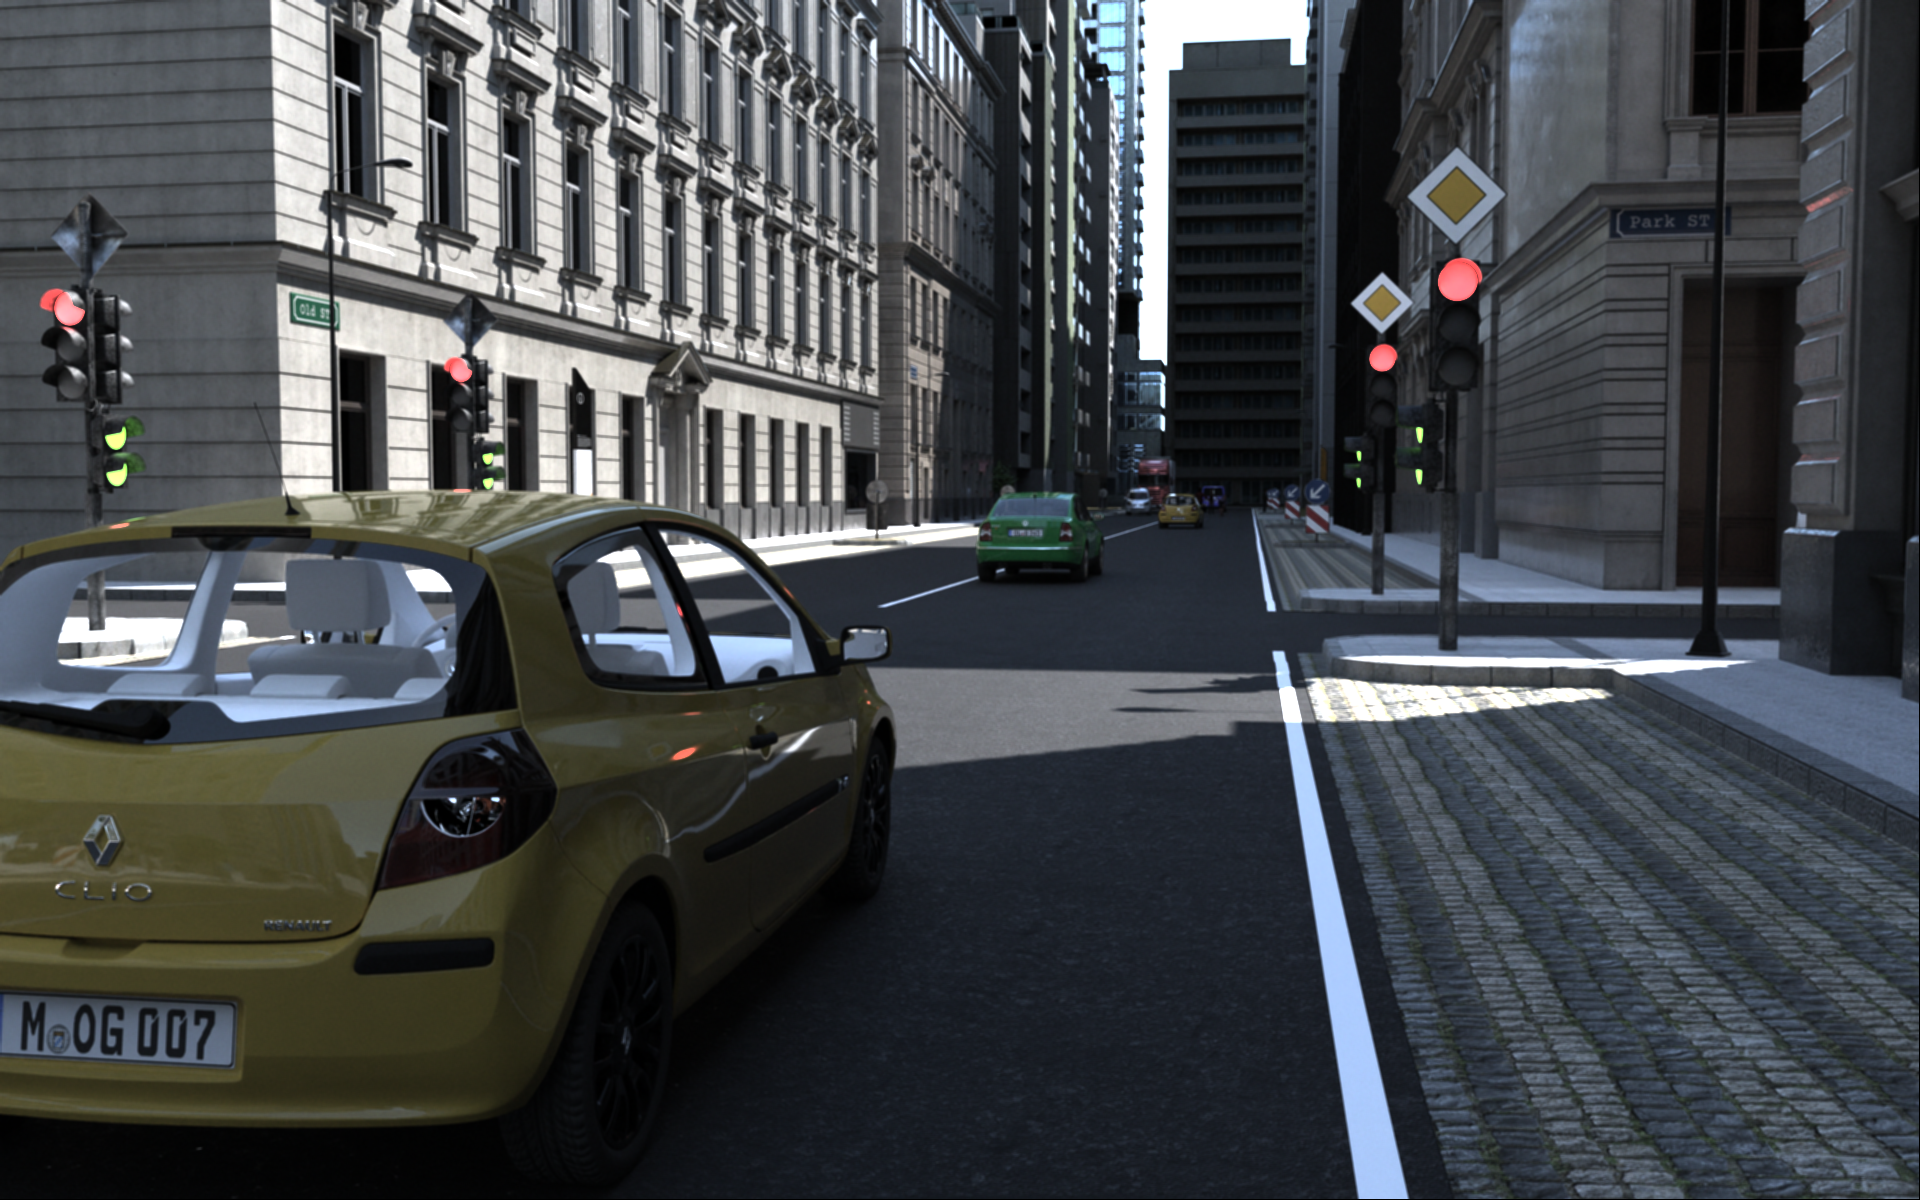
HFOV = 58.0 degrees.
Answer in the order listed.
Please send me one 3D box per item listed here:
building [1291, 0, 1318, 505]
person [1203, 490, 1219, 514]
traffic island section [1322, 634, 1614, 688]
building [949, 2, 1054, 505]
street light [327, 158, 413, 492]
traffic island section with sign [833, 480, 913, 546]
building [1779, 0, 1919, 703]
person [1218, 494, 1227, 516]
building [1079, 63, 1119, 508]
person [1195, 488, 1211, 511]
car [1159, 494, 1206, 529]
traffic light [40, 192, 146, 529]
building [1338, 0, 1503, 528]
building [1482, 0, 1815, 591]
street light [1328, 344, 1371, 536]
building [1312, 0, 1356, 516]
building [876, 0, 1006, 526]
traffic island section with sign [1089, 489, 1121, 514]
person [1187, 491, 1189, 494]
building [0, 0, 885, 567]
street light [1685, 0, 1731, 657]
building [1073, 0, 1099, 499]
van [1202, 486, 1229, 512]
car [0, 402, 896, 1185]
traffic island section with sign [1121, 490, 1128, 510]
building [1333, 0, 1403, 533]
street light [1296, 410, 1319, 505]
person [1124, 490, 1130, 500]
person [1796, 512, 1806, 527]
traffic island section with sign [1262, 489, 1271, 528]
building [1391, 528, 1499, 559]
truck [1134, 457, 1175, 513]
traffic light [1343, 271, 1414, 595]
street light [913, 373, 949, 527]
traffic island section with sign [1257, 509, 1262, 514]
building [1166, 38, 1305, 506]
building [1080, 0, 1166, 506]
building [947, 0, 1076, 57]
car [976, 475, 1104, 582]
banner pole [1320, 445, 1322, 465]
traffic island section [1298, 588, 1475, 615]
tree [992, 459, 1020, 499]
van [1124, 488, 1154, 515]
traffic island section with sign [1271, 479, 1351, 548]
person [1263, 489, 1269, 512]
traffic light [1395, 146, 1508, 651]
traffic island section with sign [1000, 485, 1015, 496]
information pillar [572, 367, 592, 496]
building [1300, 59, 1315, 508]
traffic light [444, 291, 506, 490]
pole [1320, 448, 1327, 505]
[{"bbox_3d":[39.110,-31.770,139.047,23.786,49.044,30.456,1,4,9],"label":"building"},{"bbox_3d":[17.802,-6.944,122.559,1.217,1.766,0.721,0,4,-2],"label":"person"},{"bbox_3d":[4.041,0.490,14.265,2.009,0.180,2.903,1,4,9],"label":"traffic island section"},{"bbox_3d":[-2.036,-20.476,106.491,14.160,30.474,14.107,1,4,9],"label":"building"},{"bbox_3d":[-8.246,-3.158,24.170,1.470,5.913,1.316,1,4,9],"label":"street light"},{"bbox_3d":[-2.385,-2.445,48.606,1.989,1.847,2.006,1,4,9],"label":"traffic island section with sign"},{"bbox_3d":[9.550,-10.640,2.842,11.050,23.489,19.941,1,4,9],"label":"building"},{"bbox_3d":[17.230,-6.223,113.486,0.421,1.427,0.697,-2,4,-26],"label":"person"},{"bbox_3d":[8.135,-29.632,168.083,14.086,41.232,14.154,1,4,9],"label":"building"},{"bbox_3d":[14.498,-5.885,104.683,1.348,1.831,0.705,1,4,21],"label":"person"},{"bbox_3d":[9.370,-3.854,73.238,2.015,1.641,3.980,1,4,11],"label":"car"},{"bbox_3d":[-8.094,-1.666,16.159,0.839,4.253,0.868,1,4,9],"label":"traffic light"},{"bbox_3d":[25.407,-18.028,82.154,14.401,28.519,23.554,1,4,9],"label":"building"},{"bbox_3d":[18.999,-11.592,25.679,21.152,22.565,11.583,1,4,9],"label":"building"},{"bbox_3d":[12.091,-4.964,53.709,1.470,5.913,1.316,1,4,9],"label":"street light"},{"bbox_3d":[33.413,-34.737,109.954,21.231,58.520,28.212,1,4,9],"label":"building"},{"bbox_3d":[-5.729,-17.337,80.717,12.463,27.353,25.104,1,4,9],"label":"building"},{"bbox_3d":[10.338,-7.095,124.627,1.989,1.847,2.006,1,4,9],"label":"traffic island section with sign"},{"bbox_3d":[23.088,-10.223,176.184,0.617,1.759,0.750,-2,4,-31],"label":"person"},{"bbox_3d":[-13.992,-16.518,46.480,17.030,29.872,44.131,1,4,9],"label":"building"},{"bbox_3d":[5.434,-2.519,13.722,1.470,5.913,1.316,1,4,9],"label":"street light"},{"bbox_3d":[-1.085,-31.989,142.636,23.786,49.044,30.456,1,4,9],"label":"building"},{"bbox_3d":[20.320,-8.195,138.373,2.240,2.365,5.245,1,4,10],"label":"van"},{"bbox_3d":[-1.297,0.312,5.117,2.015,1.641,3.980,1,4,9],"label":"car"},{"bbox_3d":[14.902,-8.758,151.827,1.989,1.847,2.006,1,4,9],"label":"traffic island section with sign"},{"bbox_3d":[20.394,-14.273,63.047,12.332,23.373,15.834,1,4,9],"label":"building"},{"bbox_3d":[19.273,-7.545,95.896,1.470,5.913,1.316,1,4,9],"label":"street light"},{"bbox_3d":[13.398,-7.893,138.255,0.721,1.736,1.217,3,4,37],"label":"person"},{"bbox_3d":[9.597,-0.508,19.408,0.503,1.515,0.523,2,4,28],"label":"person"},{"bbox_3d":[13.911,-3.947,73.162,1.989,1.847,2.006,1,4,9],"label":"traffic island section with sign"},{"bbox_3d":[18.280,-15.653,43.312,14.401,28.519,23.554,1,4,9],"label":"building"},{"bbox_3d":[15.001,-8.770,132.307,2.839,4.237,11.283,1,4,9],"label":"truck"},{"bbox_3d":[5.321,-2.025,22.034,0.839,4.253,0.868,1,4,9],"label":"traffic light"},{"bbox_3d":[-1.108,-5.748,66.517,1.470,5.913,1.316,1,4,9],"label":"street light"},{"bbox_3d":[22.172,-6.965,122.503,1.989,1.847,2.006,1,4,9],"label":"traffic island section with sign"},{"bbox_3d":[33.595,-34.553,188.649,21.600,48.544,21.300,1,4,9],"label":"building"},{"bbox_3d":[7.432,-53.793,192.179,31.000,86.520,22.319,1,4,9],"label":"building"},{"bbox_3d":[0.297,-26.694,120.039,14.154,41.232,14.086,1,4,9],"label":"building"},{"bbox_3d":[1.434,-1.277,29.674,1.959,1.807,4.718,1,4,10],"label":"car"},{"bbox_3d":[18.386,-5.989,87.936,0.401,3.779,0.863,2,4,28],"label":"banner pole"},{"bbox_3d":[5.359,0.009,22.141,2.009,0.180,2.903,1,4,9],"label":"traffic island section"},{"bbox_3d":[2.220,-6.255,96.870,1.663,3.219,1.824,0,3,0],"label":"tree"},{"bbox_3d":[12.141,-6.760,117.531,2.013,2.044,4.112,0,4,8],"label":"van"},{"bbox_3d":[9.433,-2.310,46.402,1.989,1.847,2.006,1,4,9],"label":"traffic island section with sign"},{"bbox_3d":[22.591,-7.318,128.166,0.705,1.821,1.348,0,4,-5],"label":"person"},{"bbox_3d":[4.003,-1.544,14.158,0.839,4.253,0.868,1,4,9],"label":"traffic light"},{"bbox_3d":[2.071,-4.076,75.274,1.989,1.847,2.006,1,4,9],"label":"traffic island section with sign"},{"bbox_3d":[-7.054,-2.506,32.333,0.183,3.616,0.504,2,4,23],"label":"information pillar"},{"bbox_3d":[39.171,-29.275,162.239,14.154,41.232,14.086,1,4,9],"label":"building"},{"bbox_3d":[-6.775,-2.148,24.035,0.839,4.253,0.868,1,4,9],"label":"traffic light"},{"bbox_3d":[16.064,-5.073,76.794,0.158,3.312,0.155,0,3,0],"label":"pole"}]
